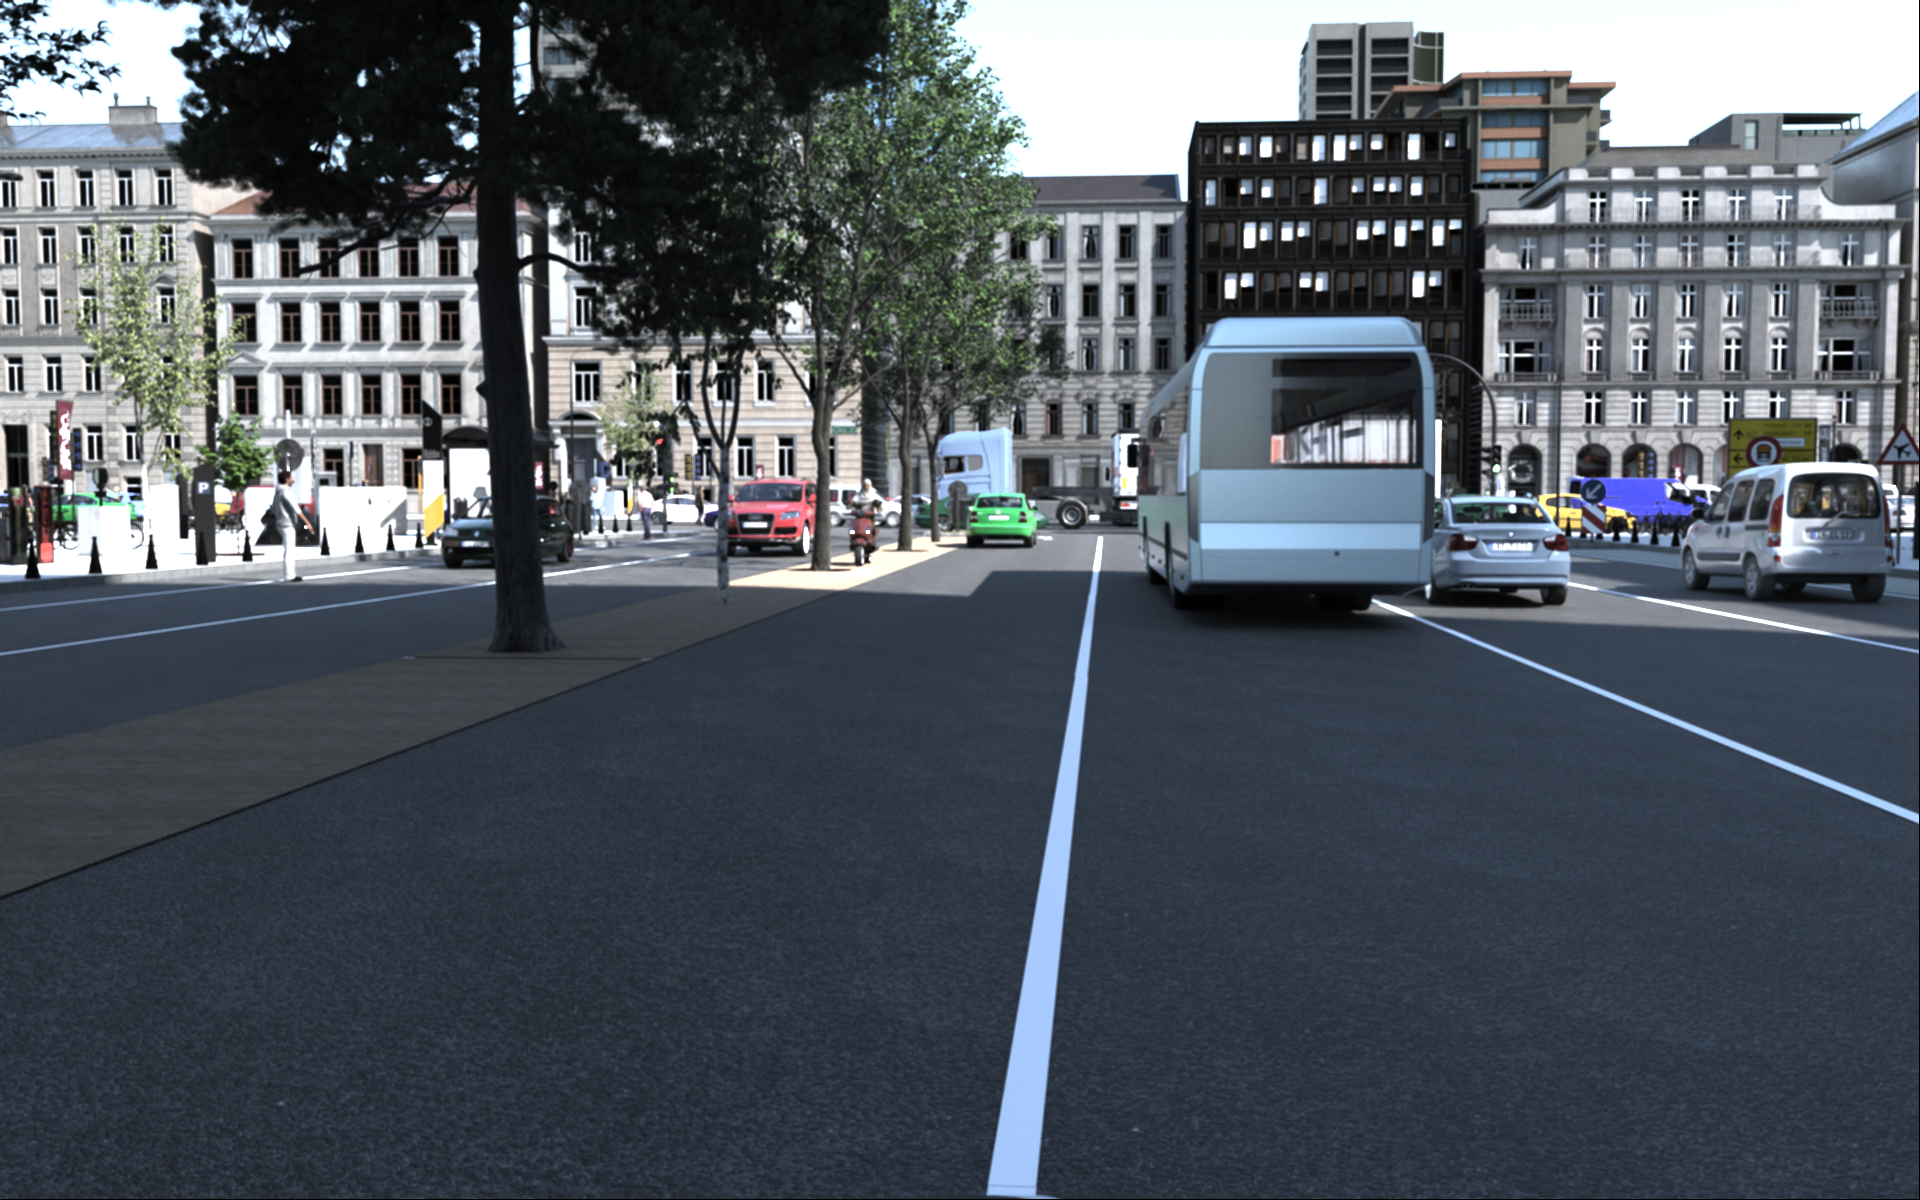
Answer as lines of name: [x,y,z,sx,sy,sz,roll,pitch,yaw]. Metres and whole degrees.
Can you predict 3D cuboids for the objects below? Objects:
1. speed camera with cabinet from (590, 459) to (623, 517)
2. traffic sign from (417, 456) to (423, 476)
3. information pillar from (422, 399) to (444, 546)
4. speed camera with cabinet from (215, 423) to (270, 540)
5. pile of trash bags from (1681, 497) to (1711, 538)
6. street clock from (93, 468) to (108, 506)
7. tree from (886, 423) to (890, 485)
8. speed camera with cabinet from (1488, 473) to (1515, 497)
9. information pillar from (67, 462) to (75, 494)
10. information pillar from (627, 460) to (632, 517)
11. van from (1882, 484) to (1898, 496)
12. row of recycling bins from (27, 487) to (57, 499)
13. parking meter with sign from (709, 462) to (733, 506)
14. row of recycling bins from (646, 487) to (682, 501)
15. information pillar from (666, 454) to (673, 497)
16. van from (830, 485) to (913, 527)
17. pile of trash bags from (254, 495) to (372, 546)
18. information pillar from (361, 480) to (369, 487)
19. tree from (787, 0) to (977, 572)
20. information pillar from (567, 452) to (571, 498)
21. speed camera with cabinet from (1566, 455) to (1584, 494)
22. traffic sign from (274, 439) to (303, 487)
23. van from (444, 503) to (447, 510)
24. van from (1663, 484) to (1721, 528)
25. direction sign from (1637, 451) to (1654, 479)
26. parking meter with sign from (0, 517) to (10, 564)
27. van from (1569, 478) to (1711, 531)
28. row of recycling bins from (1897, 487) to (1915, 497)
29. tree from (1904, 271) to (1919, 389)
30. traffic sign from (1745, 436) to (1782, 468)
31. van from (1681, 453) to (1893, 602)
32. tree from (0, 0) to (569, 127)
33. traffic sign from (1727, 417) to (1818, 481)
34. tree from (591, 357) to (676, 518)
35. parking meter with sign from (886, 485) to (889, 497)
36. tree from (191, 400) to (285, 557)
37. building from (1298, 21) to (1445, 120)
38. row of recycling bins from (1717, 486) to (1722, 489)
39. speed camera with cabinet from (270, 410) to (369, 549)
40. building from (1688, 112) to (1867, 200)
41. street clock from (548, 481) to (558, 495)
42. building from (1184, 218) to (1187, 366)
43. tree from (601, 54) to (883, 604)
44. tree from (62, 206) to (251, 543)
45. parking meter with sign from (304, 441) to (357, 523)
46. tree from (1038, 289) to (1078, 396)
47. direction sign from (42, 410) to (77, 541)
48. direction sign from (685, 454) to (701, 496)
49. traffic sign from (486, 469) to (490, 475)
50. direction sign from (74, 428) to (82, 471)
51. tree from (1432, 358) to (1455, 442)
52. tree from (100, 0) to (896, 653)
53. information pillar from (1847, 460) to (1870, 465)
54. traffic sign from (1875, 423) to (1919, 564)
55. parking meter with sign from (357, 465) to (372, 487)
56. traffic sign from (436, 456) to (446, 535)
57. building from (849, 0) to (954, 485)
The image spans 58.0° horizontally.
speed camera with cabinet: [-19.685,-6.248,96.491,2.038,3.252,0.660,2,4,34]
traffic sign: [-17.011,-3.384,55.427,0.768,2.556,0.104,0,4,8]
information pillar: [-13.034,-3.147,42.801,0.504,3.616,0.183,0,4,6]
speed camera with cabinet: [-20.166,-3.328,48.749,2.038,3.252,0.660,-2,4,-31]
pile of trash bags: [22.549,-2.521,50.963,1.912,1.369,3.447,3,4,38]
street clock: [-23.685,-2.642,47.762,0.471,2.002,0.358,3,5,41]
tree: [-6.343,-12.179,149.491,4.737,8.622,4.395,0,3,0]
speed camera with cabinet: [30.124,-6.185,95.466,2.038,3.252,0.660,-1,4,-17]
information pillar: [-54.289,-6.996,105.740,0.183,3.616,0.504,1,4,14]
information pillar: [-18.716,-6.533,98.169,0.183,3.616,0.504,1,4,8]
van: [38.475,-4.173,75.243,4.112,2.044,2.013,0,4,3]
row of recycling bins: [-52.663,-5.581,98.360,1.069,1.692,3.534,0,4,7]
parking meter with sign: [-12.624,-5.943,93.423,1.738,3.016,0.543,-1,4,-16]
row of recycling bins: [-17.516,-5.799,101.923,1.069,1.692,3.534,-3,5,-40]
information pillar: [-16.486,-6.537,98.229,0.504,3.616,0.183,2,4,34]
van: [-4.133,-4.243,76.380,4.112,2.044,2.013,0,4,6]
pile of trash bags: [-15.911,-2.041,43.119,3.447,1.369,1.912,2,4,31]
information pillar: [-32.147,-5.453,93.641,0.304,2.012,0.304,1,4,9]
tree: [-2.472,-6.323,31.598,9.928,11.665,9.643,0,3,0]
information pillar: [-21.625,-6.400,95.993,0.183,3.616,0.504,1,4,9]
speed camera with cabinet: [31.669,-5.700,87.531,0.660,3.252,2.038,-2,4,-33]
traffic sign: [-15.430,-2.426,39.778,0.768,2.556,0.104,1,4,14]
van: [-22.945,-4.645,82.957,4.112,2.044,2.013,0,4,6]
van: [30.567,-3.899,70.757,4.112,2.044,2.013,0,4,5]
direction sign: [35.775,-6.020,90.420,0.876,3.537,0.379,0,4,-8]
parking meter with sign: [-17.920,-2.149,31.393,0.543,3.016,1.738,2,4,33]
van: [26.242,-3.812,66.716,5.245,2.365,2.240,0,4,4]
row of recycling bins: [77.541,-8.252,142.038,1.069,1.692,3.534,0,4,3]
tree: [30.598,-6.244,52.449,4.360,8.622,3.978,0,3,0]
traffic sign: [17.500,-2.305,37.794,0.768,2.556,0.104,0,4,7]
van: [11.585,-1.071,24.524,2.013,2.044,4.112,0,4,6]
tree: [-4.237,-4.279,6.829,8.767,10.594,7.601,0,4,5]
traffic sign: [21.612,-3.199,46.169,2.265,3.308,0.079,0,4,6]
tree: [-17.352,-8.680,92.279,4.737,8.622,4.395,0,3,0]
parking meter with sign: [-5.619,-8.754,139.393,1.738,3.016,0.543,0,4,6]
tree: [-15.145,-2.529,35.956,1.663,3.219,1.824,0,3,0]
building: [62.994,-50.609,265.711,20.611,71.187,20.563,0,4,5]
row of recycling bins: [41.296,-5.409,95.553,1.069,1.692,3.534,0,4,2]
speed camera with cabinet: [-15.109,-2.852,40.967,2.038,3.252,0.660,0,4,2]
building: [88.086,-30.875,188.404,14.086,41.232,14.154,0,4,5]
street clock: [-22.989,-5.707,97.885,0.471,2.002,0.358,-3,5,-42]
building: [38.443,-37.625,269.785,28.867,44.769,22.147,0,4,5]
tree: [-3.071,-4.260,22.477,4.360,8.622,3.978,0,3,0]
tree: [-21.095,-5.797,45.149,4.737,8.622,4.395,0,3,0]
parking meter with sign: [-20.951,-3.722,57.121,1.738,3.016,0.543,-2,4,-30]
tree: [-0.666,-7.002,51.353,8.767,10.594,7.601,0,4,5]
direction sign: [-24.610,-3.382,47.301,0.379,3.537,0.876,0,4,-7]
direction sign: [-15.046,-6.459,97.594,0.876,3.537,0.379,0,4,-7]
traffic sign: [-13.084,-3.022,49.410,0.884,2.594,0.081,0,4,6]
direction sign: [-30.533,-4.134,59.589,0.876,3.537,0.379,1,4,19]
tree: [25.057,-8.828,94.703,4.360,8.622,3.978,0,3,0]
tree: [-4.179,-6.469,15.641,7.806,13.903,7.818,0,3,0]
information pillar: [19.258,-1.999,37.181,0.304,2.012,0.304,-2,4,-26]
traffic sign: [17.152,-1.933,31.612,0.884,2.594,0.081,0,4,7]
parking meter with sign: [-35.895,-6.524,102.920,1.738,3.016,0.543,-2,4,-25]
traffic sign: [-16.488,-3.332,54.585,0.768,2.556,0.104,0,4,7]
building: [-13.172,-58.755,273.307,31.000,86.520,22.319,0,4,5]
